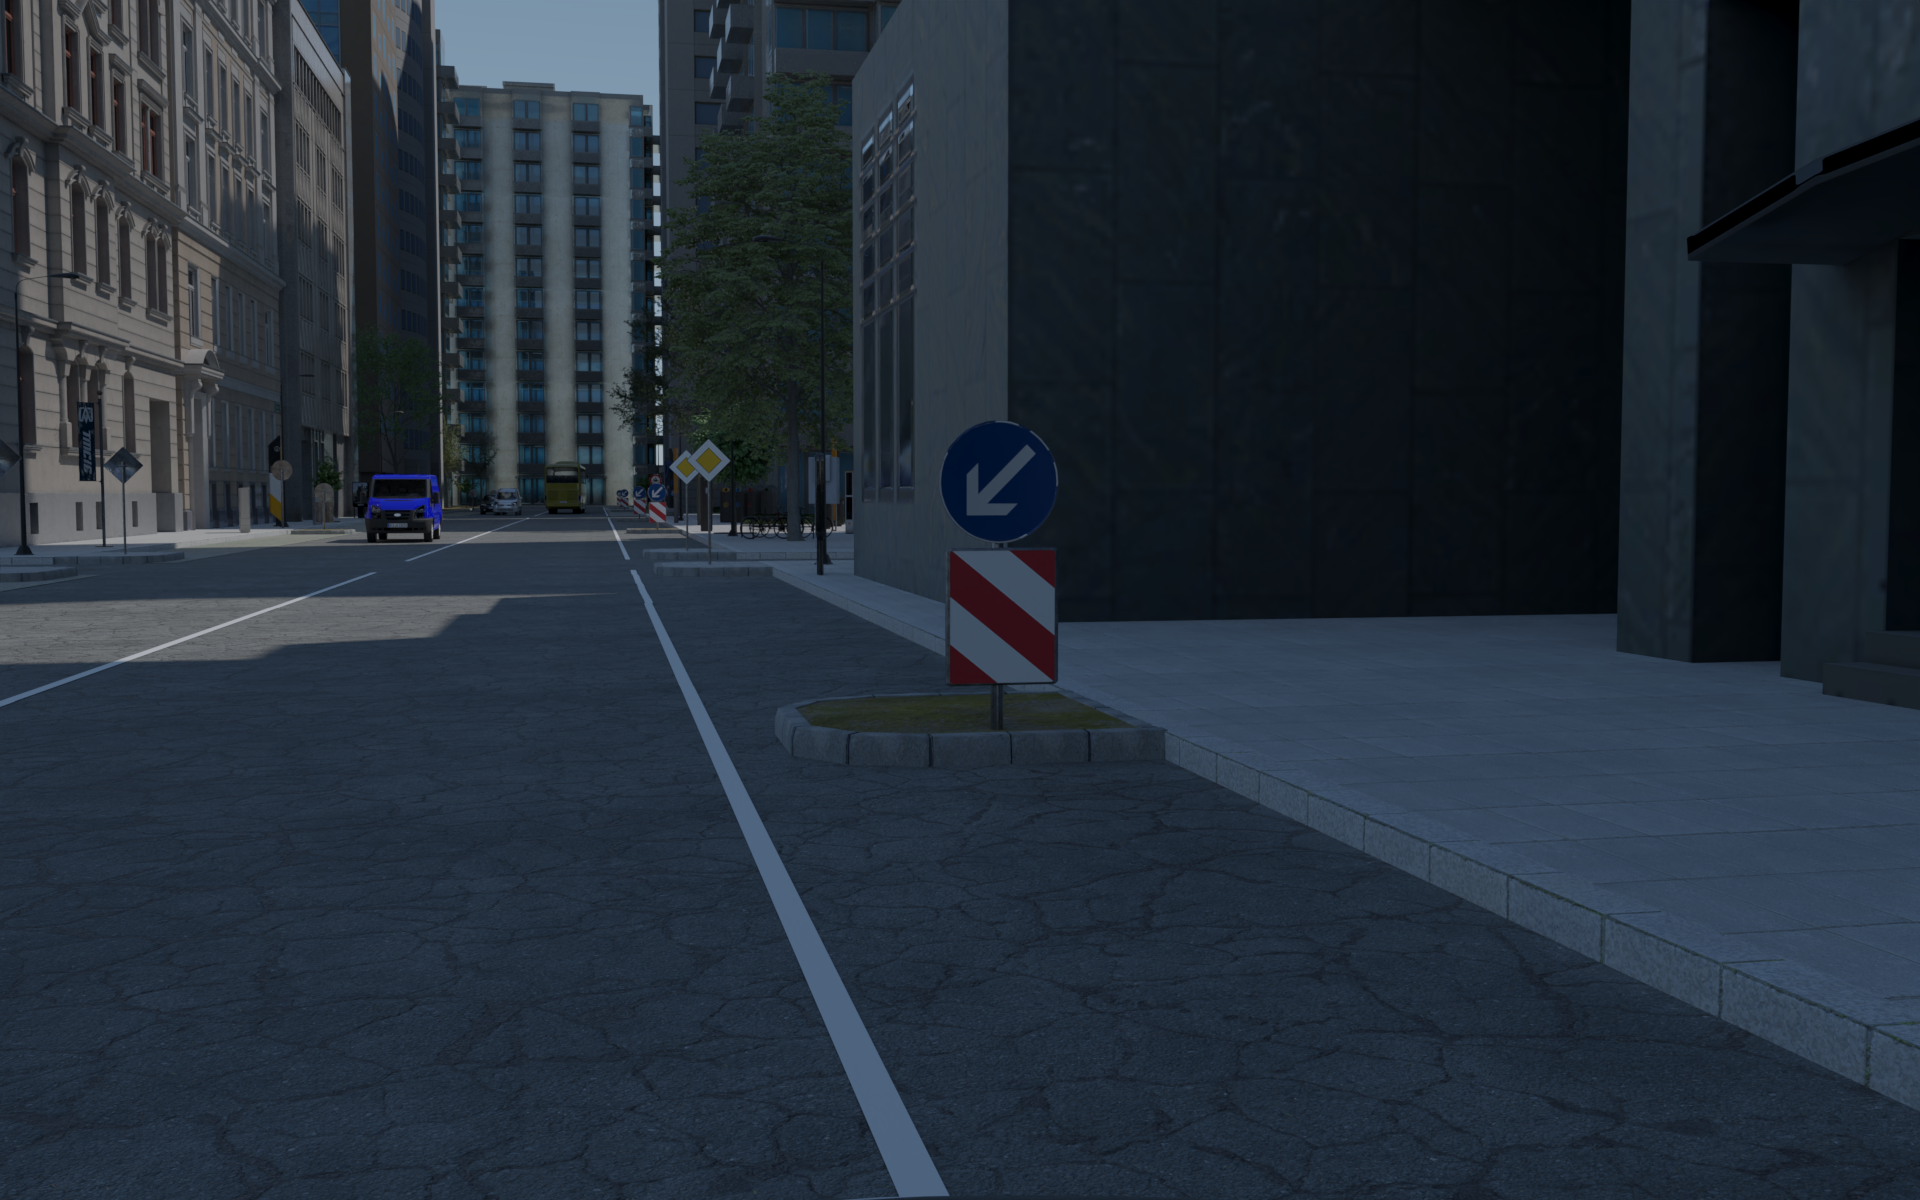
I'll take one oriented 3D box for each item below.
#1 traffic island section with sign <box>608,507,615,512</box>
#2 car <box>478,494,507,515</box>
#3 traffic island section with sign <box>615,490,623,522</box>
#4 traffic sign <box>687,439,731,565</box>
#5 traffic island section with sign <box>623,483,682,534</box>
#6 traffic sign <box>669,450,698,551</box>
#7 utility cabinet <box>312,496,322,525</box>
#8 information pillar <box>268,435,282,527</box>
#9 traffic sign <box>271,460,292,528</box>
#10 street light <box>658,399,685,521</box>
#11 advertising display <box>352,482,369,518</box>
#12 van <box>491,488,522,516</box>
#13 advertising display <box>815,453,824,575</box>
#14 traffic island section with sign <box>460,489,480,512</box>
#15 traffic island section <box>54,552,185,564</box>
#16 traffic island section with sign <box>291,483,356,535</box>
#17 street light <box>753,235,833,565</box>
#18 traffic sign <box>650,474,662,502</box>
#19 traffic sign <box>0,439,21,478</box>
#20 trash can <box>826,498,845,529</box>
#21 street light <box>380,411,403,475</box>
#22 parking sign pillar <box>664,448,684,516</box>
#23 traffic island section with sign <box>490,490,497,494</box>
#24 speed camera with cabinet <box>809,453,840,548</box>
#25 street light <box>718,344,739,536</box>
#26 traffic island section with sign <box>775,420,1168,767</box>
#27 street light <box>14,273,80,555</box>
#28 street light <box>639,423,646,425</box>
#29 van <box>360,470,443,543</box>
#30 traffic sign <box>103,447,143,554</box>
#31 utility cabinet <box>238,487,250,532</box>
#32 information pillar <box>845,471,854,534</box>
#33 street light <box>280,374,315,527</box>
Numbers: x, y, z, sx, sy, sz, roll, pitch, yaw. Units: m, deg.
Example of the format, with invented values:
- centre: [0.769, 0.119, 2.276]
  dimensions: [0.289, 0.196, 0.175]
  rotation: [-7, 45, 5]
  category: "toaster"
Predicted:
- centre: [-27.035, -7.970, 138.940]
  dimensions: [1.989, 1.847, 2.006]
  rotation: [-1, 4, -12]
  category: "traffic island section with sign"
- centre: [-32.731, -6.835, 121.531]
  dimensions: [2.009, 1.686, 4.222]
  rotation: [-1, 4, -13]
  category: "car"
- centre: [-16.745, -4.965, 89.801]
  dimensions: [1.989, 1.847, 2.006]
  rotation: [-1, 4, -12]
  category: "traffic island section with sign"
- centre: [-4.555, -1.700, 31.440]
  dimensions: [0.795, 2.450, 0.064]
  rotation: [-1, 4, -12]
  category: "traffic sign"
- centre: [-11.214, -3.351, 63.417]
  dimensions: [1.989, 1.847, 2.006]
  rotation: [-1, 4, -12]
  category: "traffic island section with sign"
- centre: [-6.192, -2.178, 39.256]
  dimensions: [0.795, 2.450, 0.064]
  rotation: [-1, 4, -12]
  category: "traffic sign"
- centre: [-26.839, -3.739, 72.296]
  dimensions: [0.306, 1.237, 1.020]
  rotation: [-2, 4, -26]
  category: "utility cabinet"
- centre: [-27.047, -4.714, 68.432]
  dimensions: [0.183, 3.616, 0.504]
  rotation: [3, 5, 40]
  category: "information pillar"
- centre: [-25.403, -3.963, 64.904]
  dimensions: [0.768, 2.556, 0.104]
  rotation: [0, 4, -4]
  category: "traffic sign"
- centre: [-13.903, -6.738, 82.714]
  dimensions: [1.470, 5.913, 1.316]
  rotation: [-1, 4, -12]
  category: "street light"
- centre: [-31.496, -5.250, 91.053]
  dimensions: [0.974, 1.923, 0.123]
  rotation: [1, 4, 17]
  category: "advertising display"
- centre: [-30.441, -6.697, 116.501]
  dimensions: [2.013, 2.044, 4.112]
  rotation: [-1, 4, -11]
  category: "van"
- centre: [-2.244, -1.375, 27.702]
  dimensions: [0.123, 1.923, 0.974]
  rotation: [0, 4, -6]
  category: "advertising display"
- centre: [-38.457, -7.854, 137.047]
  dimensions: [1.989, 1.847, 2.006]
  rotation: [-1, 4, -12]
  category: "traffic island section with sign"
- centre: [-17.811, -0.895, 36.914]
  dimensions: [2.009, 0.180, 2.903]
  rotation: [-1, 4, -12]
  category: "traffic island section"
- centre: [-22.711, -3.255, 61.852]
  dimensions: [1.989, 1.847, 2.006]
  rotation: [-1, 4, -12]
  category: "traffic island section with sign"
- centre: [-3.023, -3.597, 31.350]
  dimensions: [1.470, 5.913, 1.316]
  rotation: [-1, 4, -12]
  category: "street light"
- centre: [-19.636, -6.830, 111.775]
  dimensions: [0.768, 2.556, 0.104]
  rotation: [0, 4, -8]
  category: "traffic sign"
- centre: [-16.153, -1.553, 29.041]
  dimensions: [0.795, 2.450, 0.064]
  rotation: [-1, 4, -12]
  category: "traffic sign"
- centre: [-4.899, -3.476, 68.485]
  dimensions: [0.748, 1.137, 0.748]
  rotation: [0, 3, 0]
  category: "trash can"
- centre: [-31.938, -7.629, 97.277]
  dimensions: [1.470, 5.913, 1.316]
  rotation: [-1, 4, -12]
  category: "street light"
- centre: [-16.923, -6.903, 101.339]
  dimensions: [1.447, 3.967, 1.447]
  rotation: [-1, 4, -22]
  category: "parking sign pillar"
- centre: [-44.152, -9.516, 164.212]
  dimensions: [1.989, 1.847, 2.006]
  rotation: [-1, 4, -12]
  category: "traffic island section with sign"
- centre: [-2.523, -2.847, 40.880]
  dimensions: [2.038, 3.252, 0.660]
  rotation: [0, 4, 3]
  category: "speed camera with cabinet"
- centre: [-7.434, -4.881, 52.352]
  dimensions: [1.470, 5.913, 1.316]
  rotation: [-1, 4, -12]
  category: "street light"
- centre: [-0.045, -0.089, 10.083]
  dimensions: [1.989, 1.847, 2.006]
  rotation: [-1, 4, -12]
  category: "traffic island section with sign"
- centre: [-19.169, -3.905, 36.386]
  dimensions: [1.470, 5.913, 1.316]
  rotation: [-1, 4, -12]
  category: "street light"
- centre: [-20.230, -8.595, 113.063]
  dimensions: [1.470, 5.913, 1.316]
  rotation: [-1, 4, -12]
  category: "street light"
- centre: [-17.001, -2.974, 53.015]
  dimensions: [2.240, 2.365, 5.245]
  rotation: [-1, 4, -13]
  category: "van"
- centre: [-17.790, -2.031, 36.857]
  dimensions: [0.795, 2.450, 0.064]
  rotation: [-1, 4, -12]
  category: "traffic sign"
- centre: [-23.838, -2.996, 57.660]
  dimensions: [0.318, 1.500, 1.173]
  rotation: [-2, 4, -25]
  category: "utility cabinet"
- centre: [-3.496, -3.133, 55.713]
  dimensions: [0.304, 2.012, 0.304]
  rotation: [2, 4, 24]
  category: "information pillar"
- centre: [-25.600, -5.773, 66.931]
  dimensions: [1.470, 5.913, 1.316]
  rotation: [-1, 4, -12]
  category: "street light"
